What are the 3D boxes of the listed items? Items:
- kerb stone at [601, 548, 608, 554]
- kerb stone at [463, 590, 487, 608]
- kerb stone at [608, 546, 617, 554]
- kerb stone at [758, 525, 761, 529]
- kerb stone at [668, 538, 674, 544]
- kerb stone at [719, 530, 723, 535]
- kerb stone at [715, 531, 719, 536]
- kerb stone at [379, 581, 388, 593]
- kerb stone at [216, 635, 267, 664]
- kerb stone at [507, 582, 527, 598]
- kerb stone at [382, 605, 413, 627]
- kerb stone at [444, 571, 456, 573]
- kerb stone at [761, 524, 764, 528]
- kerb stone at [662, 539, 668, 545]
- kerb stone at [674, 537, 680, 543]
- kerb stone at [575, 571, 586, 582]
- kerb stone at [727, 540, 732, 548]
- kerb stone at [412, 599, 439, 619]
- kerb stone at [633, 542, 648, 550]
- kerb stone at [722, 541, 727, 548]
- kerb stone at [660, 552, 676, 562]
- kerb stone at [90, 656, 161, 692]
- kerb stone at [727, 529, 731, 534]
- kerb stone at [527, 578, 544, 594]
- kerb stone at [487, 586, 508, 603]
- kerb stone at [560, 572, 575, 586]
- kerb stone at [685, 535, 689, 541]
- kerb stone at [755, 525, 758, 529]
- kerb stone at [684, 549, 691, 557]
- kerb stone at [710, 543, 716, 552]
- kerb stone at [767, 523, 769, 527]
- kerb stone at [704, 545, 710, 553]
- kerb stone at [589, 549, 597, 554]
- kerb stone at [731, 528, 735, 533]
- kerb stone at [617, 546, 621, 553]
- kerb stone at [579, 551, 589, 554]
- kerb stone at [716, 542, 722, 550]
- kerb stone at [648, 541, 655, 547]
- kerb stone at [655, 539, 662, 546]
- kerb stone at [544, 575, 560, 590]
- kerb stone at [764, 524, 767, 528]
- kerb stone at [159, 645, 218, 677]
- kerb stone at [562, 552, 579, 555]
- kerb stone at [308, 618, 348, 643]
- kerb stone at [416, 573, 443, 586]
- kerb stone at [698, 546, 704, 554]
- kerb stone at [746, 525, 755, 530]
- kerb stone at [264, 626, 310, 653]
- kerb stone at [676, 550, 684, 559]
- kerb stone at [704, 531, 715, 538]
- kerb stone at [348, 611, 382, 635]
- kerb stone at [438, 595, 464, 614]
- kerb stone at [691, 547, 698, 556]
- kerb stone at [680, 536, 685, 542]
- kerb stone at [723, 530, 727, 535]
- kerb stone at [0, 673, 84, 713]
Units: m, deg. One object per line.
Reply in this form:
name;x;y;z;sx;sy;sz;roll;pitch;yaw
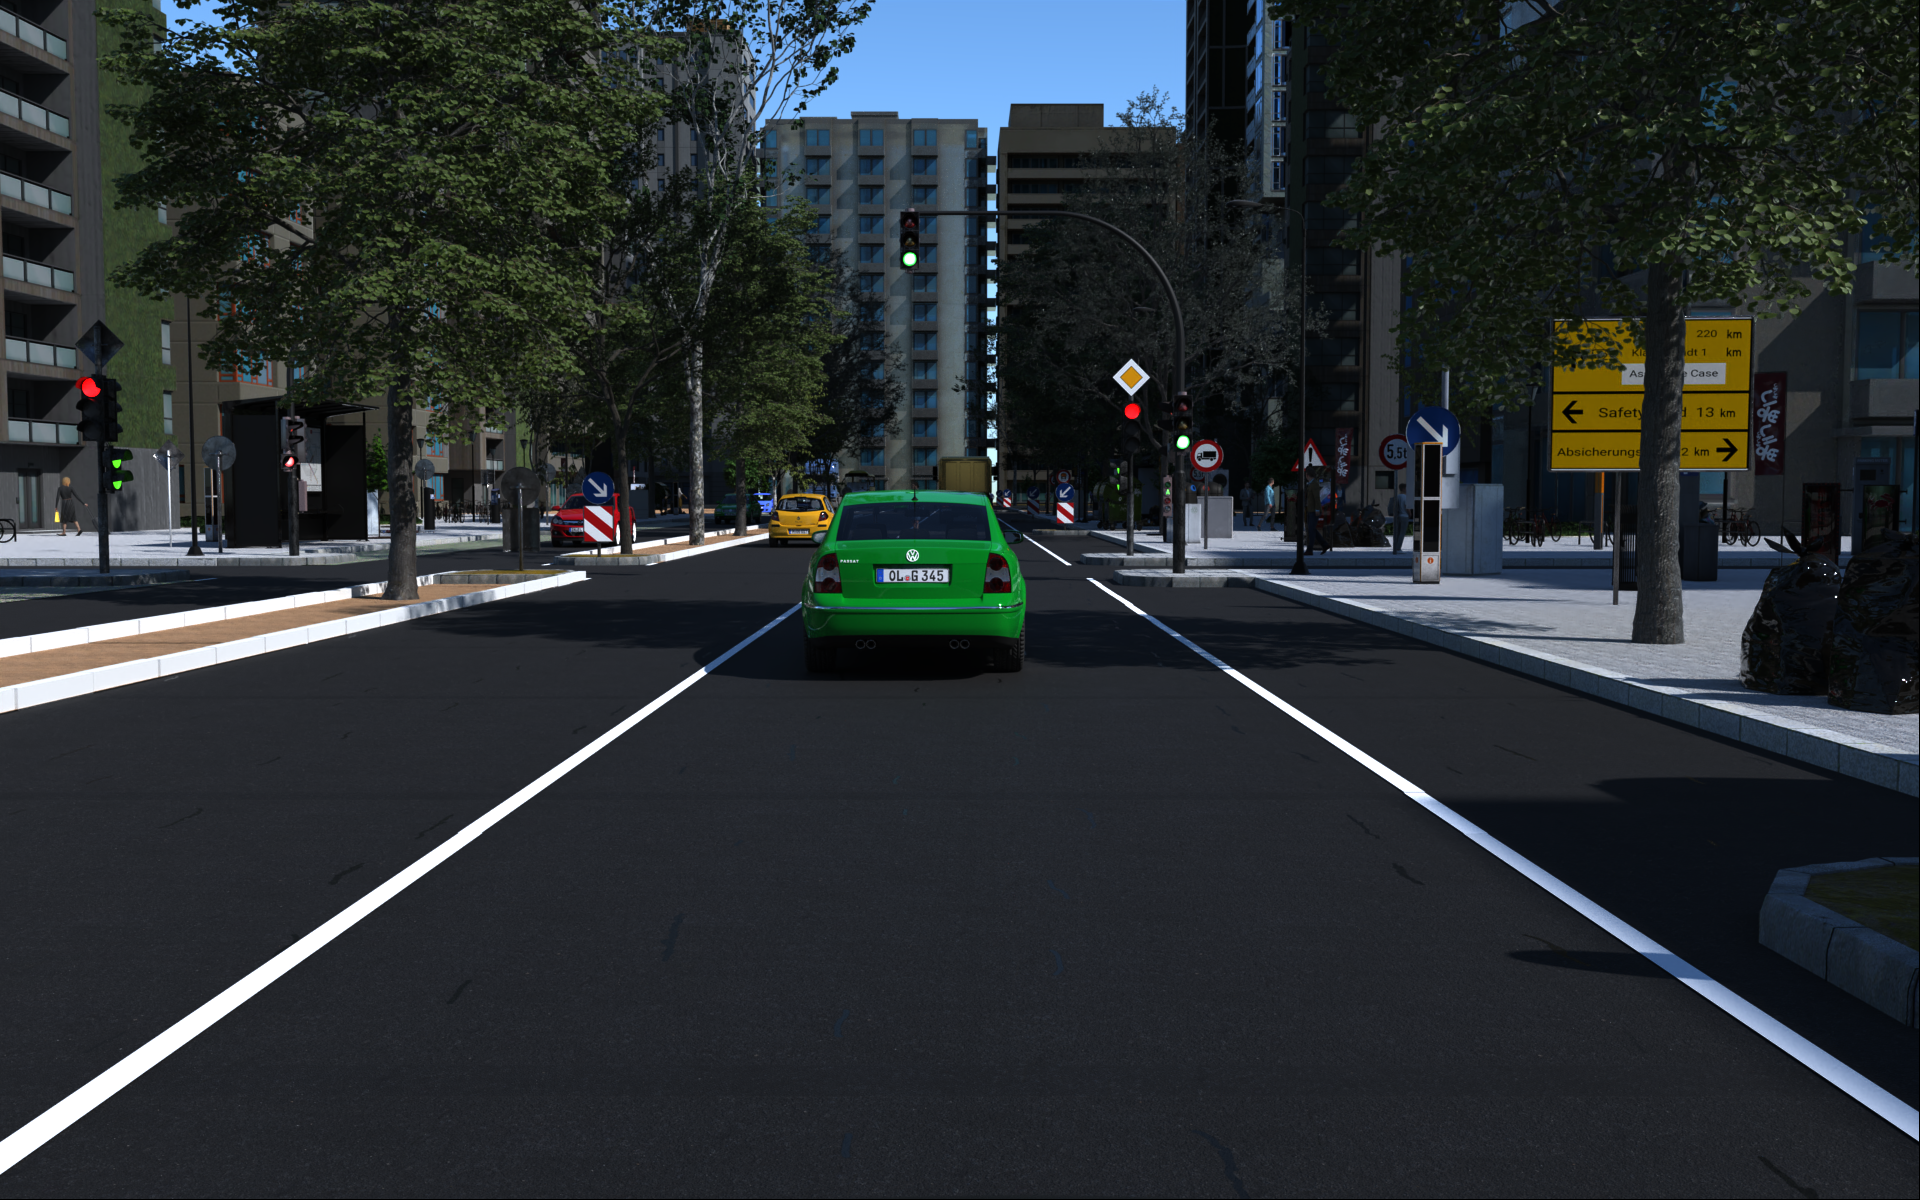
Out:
kerb stone;-8.384;-1.099;40.187;0.120;0.150;1.000;0;3;0
kerb stone;-6.293;-0.001;22.208;0.120;0.150;1.000;0;3;0
kerb stone;-8.379;-1.163;41.209;0.120;0.150;1.000;0;3;0
kerb stone;-8.366;-2.982;70.945;0.120;0.150;1.000;0;3;0
kerb stone;-8.378;-1.663;49.410;0.120;0.150;1.000;0;3;0
kerb stone;-8.370;-2.292;59.674;0.120;0.150;1.000;0;3;0
kerb stone;-8.373;-2.230;58.649;0.120;0.150;1.000;0;3;0
kerb stone;-8.393;-0.189;25.282;0.120;0.150;1.000;0;3;0
kerb stone;-6.297;0.441;15.035;0.120;0.150;1.000;0;3;0
kerb stone;-6.292;-0.125;24.252;0.120;0.150;1.000;0;3;0
kerb stone;-6.294;0.188;19.132;0.120;0.150;1.000;0;3;0
kerb stone;-8.388;-0.377;28.366;0.120;0.150;1.000;0;3;0
kerb stone;-8.364;-3.040;71.977;0.120;0.150;1.000;0;3;0
kerb stone;-8.371;-1.601;48.375;0.120;0.150;1.000;0;3;0
kerb stone;-8.378;-1.727;50.434;0.120;0.150;1.000;0;3;0
kerb stone;-6.291;-0.376;28.350;0.120;0.150;1.000;0;3;0
kerb stone;-6.279;-1.475;46.317;0.120;0.150;1.000;0;3;0
kerb stone;-6.302;0.124;20.164;0.120;0.150;1.000;0;3;0
kerb stone;-8.378;-1.413;45.302;0.120;0.150;1.000;0;3;0
kerb stone;-6.287;-1.413;45.295;0.120;0.150;1.000;0;3;0
kerb stone;-6.285;-0.912;37.101;0.120;0.150;1.000;0;3;0
kerb stone;-6.301;0.564;12.978;0.120;0.150;1.000;0;3;0
kerb stone;-8.363;-2.418;61.725;0.120;0.150;1.000;0;3;0
kerb stone;-6.287;-0.188;25.274;0.120;0.150;1.000;0;3;0
kerb stone;-6.293;-0.059;23.230;0.120;0.150;1.000;0;3;0
kerb stone;-6.283;-0.314;27.328;0.120;0.150;1.000;0;3;0
kerb stone;-8.372;-1.852;52.482;0.120;0.150;1.000;0;3;0
kerb stone;-8.370;-2.919;69.923;0.120;0.150;1.000;0;3;0
kerb stone;-6.288;-1.037;39.153;0.120;0.150;1.000;0;3;0
kerb stone;-6.284;-1.287;43.246;0.120;0.150;1.000;0;3;0
kerb stone;-8.360;-3.170;74.026;0.120;0.150;1.000;0;3;0
kerb stone;-6.283;-1.221;42.221;0.120;0.150;1.000;0;3;0
kerb stone;-8.383;-1.038;39.164;0.120;0.150;1.000;0;3;0
kerb stone;-8.372;-2.480;62.747;0.120;0.150;1.000;0;3;0
kerb stone;-8.383;-1.222;42.231;0.120;0.150;1.000;0;3;0
kerb stone;-8.386;-0.975;38.142;0.120;0.150;1.000;0;3;0
kerb stone;-6.283;-1.346;44.268;0.120;0.150;1.000;0;3;0
kerb stone;-8.380;-1.472;46.324;0.120;0.150;1.000;0;3;0
kerb stone;-8.372;-1.538;47.350;0.120;0.150;1.000;0;3;0
kerb stone;-6.293;-0.249;26.306;0.120;0.150;1.000;0;3;0
kerb stone;-8.364;-3.105;73.003;0.120;0.150;1.000;0;3;0
kerb stone;-6.298;0.506;14.014;0.120;0.150;1.000;0;3;0
kerb stone;-8.386;-0.912;37.114;0.120;0.150;1.000;0;3;0
kerb stone;-6.300;0.312;17.088;0.120;0.150;1.000;0;3;0
kerb stone;-8.389;-0.313;27.332;0.120;0.150;1.000;0;3;0
kerb stone;-6.282;-1.159;41.199;0.120;0.150;1.000;0;3;0
kerb stone;-8.362;-2.857;68.901;0.120;0.150;1.000;0;3;0
kerb stone;-6.298;0.375;16.063;0.120;0.150;1.000;0;3;0
kerb stone;-6.282;-0.972;38.131;0.120;0.150;1.000;0;3;0
kerb stone;-8.374;-2.165;57.623;0.120;0.150;1.000;0;3;0
kerb stone;-6.294;0.250;18.110;0.120;0.150;1.000;0;3;0
kerb stone;-6.298;0.062;21.186;0.120;0.150;1.000;0;3;0
kerb stone;-6.280;-1.100;40.176;0.120;0.150;1.000;0;3;0
kerb stone;-8.380;-1.790;51.459;0.120;0.150;1.000;0;3;0
kerb stone;-8.369;-2.355;60.699;0.120;0.150;1.000;0;3;0
kerb stone;-6.292;0.626;11.956;0.120;0.150;1.000;0;3;0
